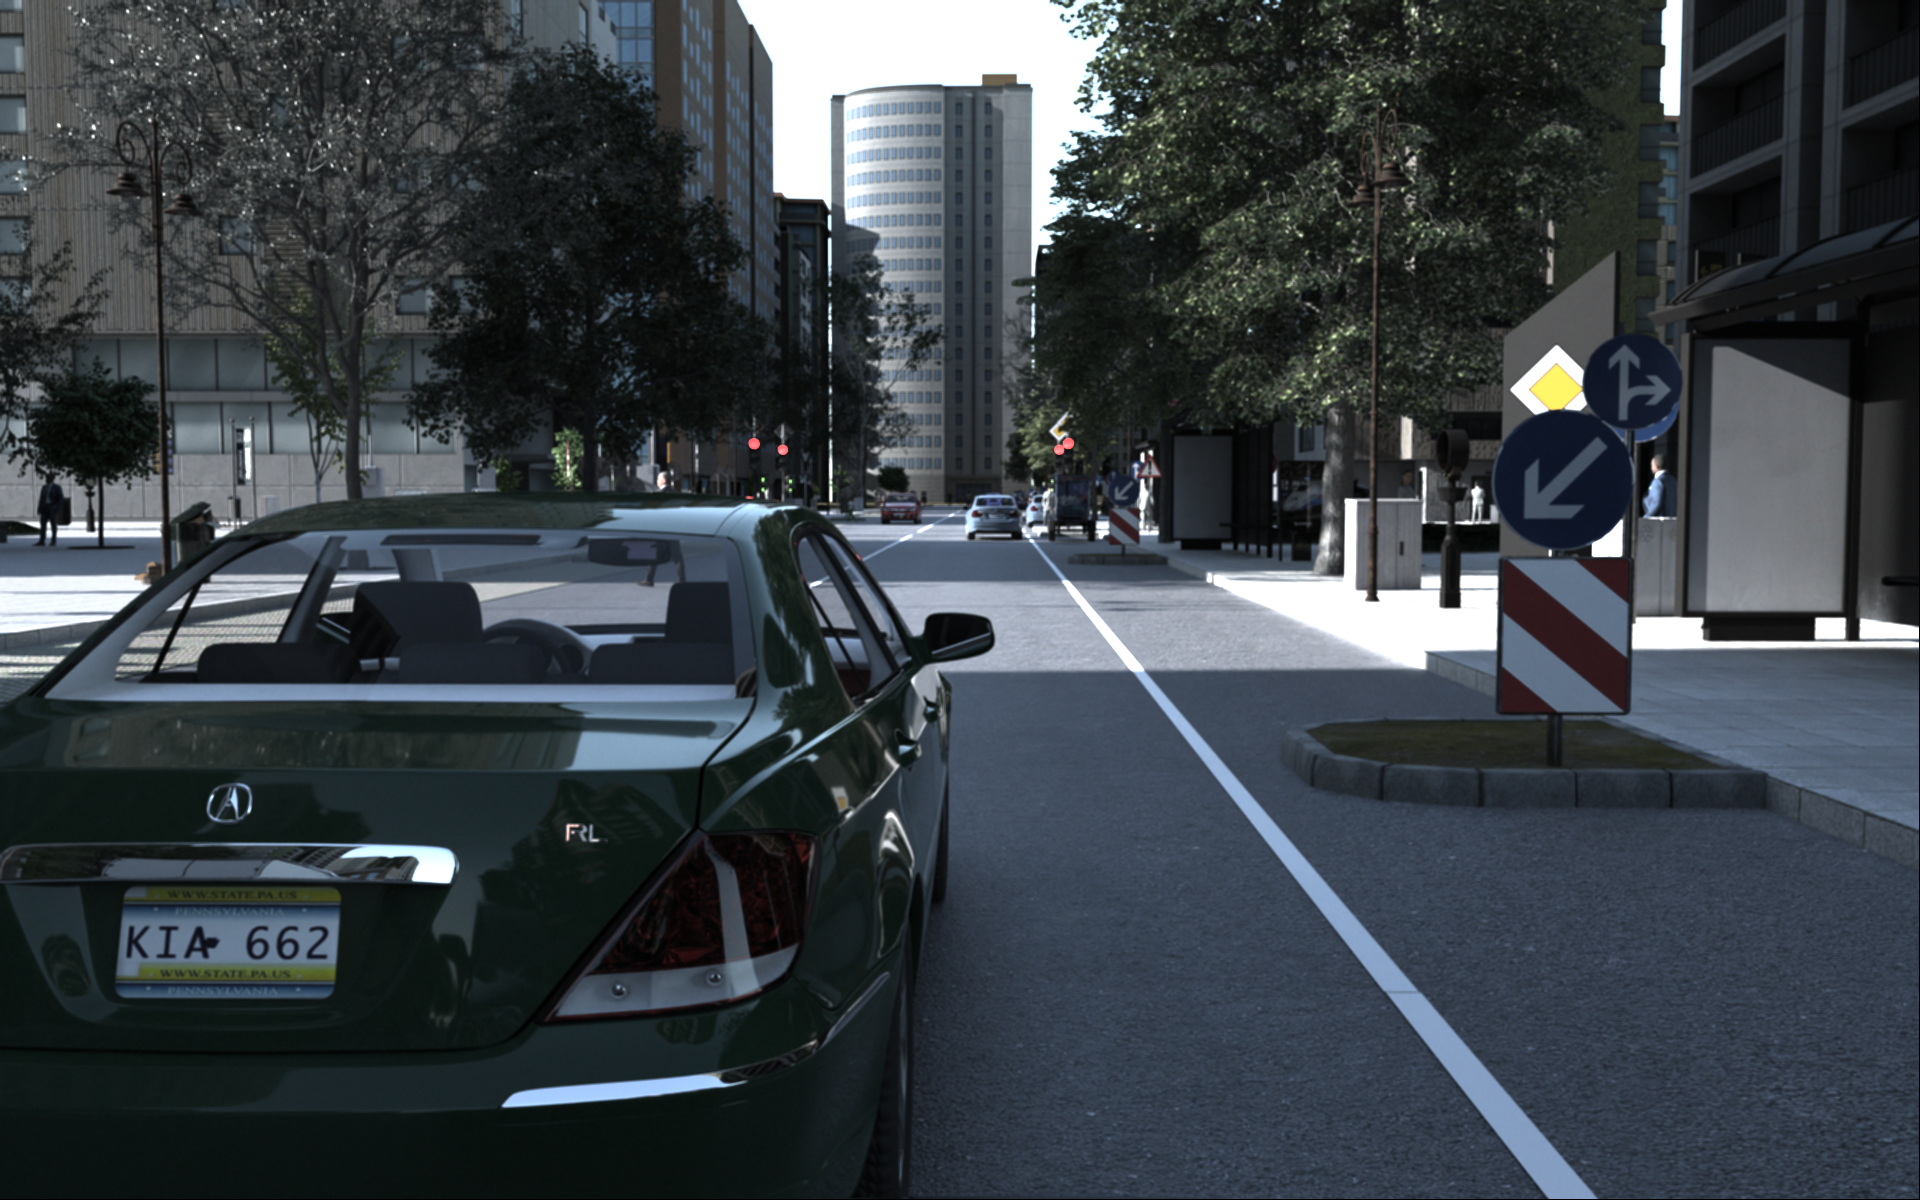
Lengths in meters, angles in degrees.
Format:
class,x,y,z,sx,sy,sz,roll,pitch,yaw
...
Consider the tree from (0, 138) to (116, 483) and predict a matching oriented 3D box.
class,x,y,z,sx,sy,sz,roll,pitch,yaw
tree,-20.085,-5.222,35.739,4.360,8.622,3.978,0,3,0

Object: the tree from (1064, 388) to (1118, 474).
class,x,y,z,sx,sy,sz,roll,pitch,yaw
tree,8.146,-9.999,113.842,4.737,8.622,4.395,0,3,0

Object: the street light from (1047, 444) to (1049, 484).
class,x,y,z,sx,sy,sz,roll,pitch,yaw
street light,7.231,-10.298,141.168,0.468,5.910,1.993,0,4,1

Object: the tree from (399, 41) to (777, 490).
class,x,y,z,sx,sy,sz,roll,pitch,yaw
tree,-9.422,-7.786,44.308,9.611,12.733,9.660,0,3,0

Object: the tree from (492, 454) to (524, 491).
class,x,y,z,sx,sy,sz,roll,pitch,yaw
tree,-19.999,-4.990,76.182,1.663,3.219,1.824,0,3,0

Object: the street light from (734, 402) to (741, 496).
class,x,y,z,sx,sy,sz,roll,pitch,yaw
street light,-8.806,-5.814,67.842,0.468,5.910,1.993,0,4,1

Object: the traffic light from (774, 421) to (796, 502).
class,x,y,z,sx,sy,sz,roll,pitch,yaw
traffic light,-6.771,-4.763,66.794,0.839,4.253,0.868,0,4,1

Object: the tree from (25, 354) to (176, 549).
class,x,y,z,sx,sy,sz,roll,pitch,yaw
tree,-20.287,-3.491,40.799,4.285,4.588,4.351,0,3,0

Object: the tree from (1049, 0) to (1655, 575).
class,x,y,z,sx,sy,sz,roll,pitch,yaw
tree,5.993,-7.383,27.373,9.857,13.997,8.962,0,3,0

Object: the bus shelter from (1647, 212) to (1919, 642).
class,x,y,z,sx,sy,sz,roll,pitch,yaw
bus shelter,7.010,-1.138,12.531,2.014,3.302,5.546,0,4,1

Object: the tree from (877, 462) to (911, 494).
class,x,y,z,sx,sy,sz,roll,pitch,yaw
tree,-6.890,-11.611,173.551,4.285,4.588,4.351,0,3,0

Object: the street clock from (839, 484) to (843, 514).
class,x,y,z,sx,sy,sz,roll,pitch,yaw
street clock,-7.683,-6.589,112.300,0.358,2.002,0.471,0,4,-4

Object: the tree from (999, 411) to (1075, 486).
class,x,y,z,sx,sy,sz,roll,pitch,yaw
tree,9.637,-18.067,212.409,9.611,12.733,9.660,0,3,0

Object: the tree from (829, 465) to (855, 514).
class,x,y,z,sx,sy,sz,roll,pitch,yaw
tree,-7.975,-7.355,114.848,1.663,3.219,1.824,0,3,0

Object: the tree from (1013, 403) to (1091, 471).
class,x,y,z,sx,sy,sz,roll,pitch,yaw
tree,8.379,-13.463,154.534,8.767,10.594,7.601,2,4,24

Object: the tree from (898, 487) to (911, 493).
class,x,y,z,sx,sy,sz,roll,pitch,yaw
tree,-6.579,-12.779,203.545,1.663,3.219,1.824,0,3,0

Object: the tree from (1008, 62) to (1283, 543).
class,x,y,z,sx,sy,sz,roll,pitch,yaw
tree,5.035,-7.762,45.029,7.486,12.596,7.792,0,3,0

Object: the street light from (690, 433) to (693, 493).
class,x,y,z,sx,sy,sz,roll,pitch,yaw
street light,-9.053,-5.235,58.374,0.468,5.910,1.993,0,4,1

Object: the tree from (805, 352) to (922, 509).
class,x,y,z,sx,sy,sz,roll,pitch,yaw
tree,-8.393,-14.607,149.193,12.009,13.543,11.850,0,3,0

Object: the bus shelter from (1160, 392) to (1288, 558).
class,x,y,z,sx,sy,sz,roll,pitch,yaw
bus shelter,5.571,-2.649,37.242,2.014,3.302,5.546,0,4,1

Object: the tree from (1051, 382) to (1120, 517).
class,x,y,z,sx,sy,sz,roll,pitch,yaw
tree,7.341,-9.089,98.971,4.360,8.622,3.978,0,3,0

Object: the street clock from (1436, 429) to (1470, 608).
class,x,y,z,sx,sy,sz,roll,pitch,yaw
street clock,5.519,-0.910,19.447,0.358,2.002,0.471,0,4,-3

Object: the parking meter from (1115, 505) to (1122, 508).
class,x,y,z,sx,sy,sz,roll,pitch,yaw
parking meter,6.301,-3.659,68.229,0.372,1.533,0.369,0,3,0

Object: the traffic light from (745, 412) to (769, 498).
class,x,y,z,sx,sy,sz,roll,pitch,yaw
traffic light,-6.925,-4.275,58.811,0.839,4.253,0.868,0,4,1

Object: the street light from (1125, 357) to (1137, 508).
class,x,y,z,sx,sy,sz,roll,pitch,yaw
street light,5.682,-5.212,58.005,0.468,5.910,1.993,0,4,1

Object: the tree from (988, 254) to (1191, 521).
class,x,y,z,sx,sy,sz,roll,pitch,yaw
tree,6.390,-10.546,82.800,12.009,13.543,11.850,0,3,0

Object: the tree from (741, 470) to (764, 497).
class,x,y,z,sx,sy,sz,roll,pitch,yaw
tree,-14.762,-7.968,124.880,1.663,3.219,1.824,0,3,0

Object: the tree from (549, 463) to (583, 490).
class,x,y,z,sx,sy,sz,roll,pitch,yaw
tree,-17.594,-5.156,78.896,1.663,3.219,1.824,0,3,0

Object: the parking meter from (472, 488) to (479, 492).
class,x,y,z,sx,sy,sz,roll,pitch,yaw
parking meter,-18.855,-3.619,67.574,0.372,1.533,0.369,0,3,0

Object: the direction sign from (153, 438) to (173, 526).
class,x,y,z,sx,sy,sz,roll,pitch,yaw
direction sign,-32.048,-4.751,69.676,0.876,3.537,0.379,0,4,8

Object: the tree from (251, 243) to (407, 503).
class,x,y,z,sx,sy,sz,roll,pitch,yaw
tree,-18.902,-6.177,51.352,4.737,8.622,4.395,0,3,0

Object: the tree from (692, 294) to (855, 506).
class,x,y,z,sx,sy,sz,roll,pitch,yaw
tree,-9.567,-8.954,80.809,7.601,10.594,8.767,0,4,7

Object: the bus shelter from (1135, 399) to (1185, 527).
class,x,y,z,sx,sy,sz,roll,pitch,yaw
bus shelter,8.363,-5.696,70.755,2.179,5.291,8.768,0,4,1

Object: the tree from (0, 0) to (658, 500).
class,x,y,z,sx,sy,sz,roll,pitch,yaw
tree,-10.308,-7.245,28.820,12.009,13.543,11.850,0,3,0

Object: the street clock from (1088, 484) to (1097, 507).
class,x,y,z,sx,sy,sz,roll,pitch,yaw
street clock,10.384,-8.113,137.224,0.471,2.002,0.358,-2,4,-26

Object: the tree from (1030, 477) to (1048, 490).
class,x,y,z,sx,sy,sz,roll,pitch,yaw
tree,8.438,-12.028,191.251,1.663,3.219,1.824,0,3,0

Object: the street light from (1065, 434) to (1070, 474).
class,x,y,z,sx,sy,sz,roll,pitch,yaw
street light,6.556,-8.022,103.954,0.468,5.910,1.993,0,4,1

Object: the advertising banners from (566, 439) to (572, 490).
class,x,y,z,sx,sy,sz,roll,pitch,yaw
advertising banners,-12.322,-3.587,54.842,0.090,3.025,2.074,-1,4,-18

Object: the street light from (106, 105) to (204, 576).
class,x,y,z,sx,sy,sz,roll,pitch,yaw
street light,-9.761,-2.959,21.162,0.468,5.910,1.993,0,4,1

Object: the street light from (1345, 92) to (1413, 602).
class,x,y,z,sx,sy,sz,roll,pitch,yaw
street light,4.923,-2.919,20.518,0.468,5.910,1.993,0,4,1

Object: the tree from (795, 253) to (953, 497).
class,x,y,z,sx,sy,sz,roll,pitch,yaw
tree,-6.747,-17.033,134.371,12.611,20.169,13.585,0,3,0

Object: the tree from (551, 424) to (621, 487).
class,x,y,z,sx,sy,sz,roll,pitch,yaw
tree,-15.518,-5.450,72.824,4.285,4.588,4.351,0,3,0

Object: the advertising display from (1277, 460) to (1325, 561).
class,x,y,z,sx,sy,sz,roll,pitch,yaw
advertising display,6.576,-1.719,33.311,0.974,1.923,0.123,-1,4,-12

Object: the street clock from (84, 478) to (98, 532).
class,x,y,z,sx,sy,sz,roll,pitch,yaw
street clock,-29.341,-3.293,58.410,0.358,2.002,0.471,2,4,26

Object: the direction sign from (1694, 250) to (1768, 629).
class,x,y,z,sx,sy,sz,roll,pitch,yaw
direction sign,7.236,-1.489,16.338,0.876,3.537,0.379,-1,4,-23

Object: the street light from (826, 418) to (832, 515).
class,x,y,z,sx,sy,sz,roll,pitch,yaw
street light,-8.061,-8.126,105.656,0.468,5.910,1.993,0,4,1

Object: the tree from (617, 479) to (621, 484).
class,x,y,z,sx,sy,sz,roll,pitch,yaw
tree,-22.061,-7.462,116.598,1.663,3.219,1.824,0,3,0

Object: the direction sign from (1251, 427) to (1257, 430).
class,x,y,z,sx,sy,sz,roll,pitch,yaw
direction sign,8.379,-3.571,50.388,0.876,3.537,0.379,3,5,41

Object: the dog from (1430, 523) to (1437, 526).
class,x,y,z,sx,sy,sz,roll,pitch,yaw
dog,13.079,-1.848,47.040,0.406,0.507,0.540,3,5,44

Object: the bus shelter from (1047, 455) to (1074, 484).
class,x,y,z,sx,sy,sz,roll,pitch,yaw
bus shelter,7.923,-9.659,135.548,2.179,5.291,8.768,0,4,1

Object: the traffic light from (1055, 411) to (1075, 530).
class,x,y,z,sx,sy,sz,roll,pitch,yaw
traffic light,3.635,-4.263,58.625,0.839,4.253,0.868,0,4,1

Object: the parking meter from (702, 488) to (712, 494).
class,x,y,z,sx,sy,sz,roll,pitch,yaw
parking meter,-10.512,-3.889,72.001,0.372,1.533,0.369,0,3,0

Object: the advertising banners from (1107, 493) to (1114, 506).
class,x,y,z,sx,sy,sz,roll,pitch,yaw
advertising banners,9.686,-6.568,103.576,2.074,3.025,0.090,3,4,36

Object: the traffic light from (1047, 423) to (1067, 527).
class,x,y,z,sx,sy,sz,roll,pitch,yaw
traffic light,3.788,-4.752,66.608,0.839,4.253,0.868,0,4,1

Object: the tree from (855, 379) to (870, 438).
class,x,y,z,sx,sy,sz,roll,pitch,yaw
tree,-9.114,-10.144,100.262,8.767,10.594,7.601,0,4,8
